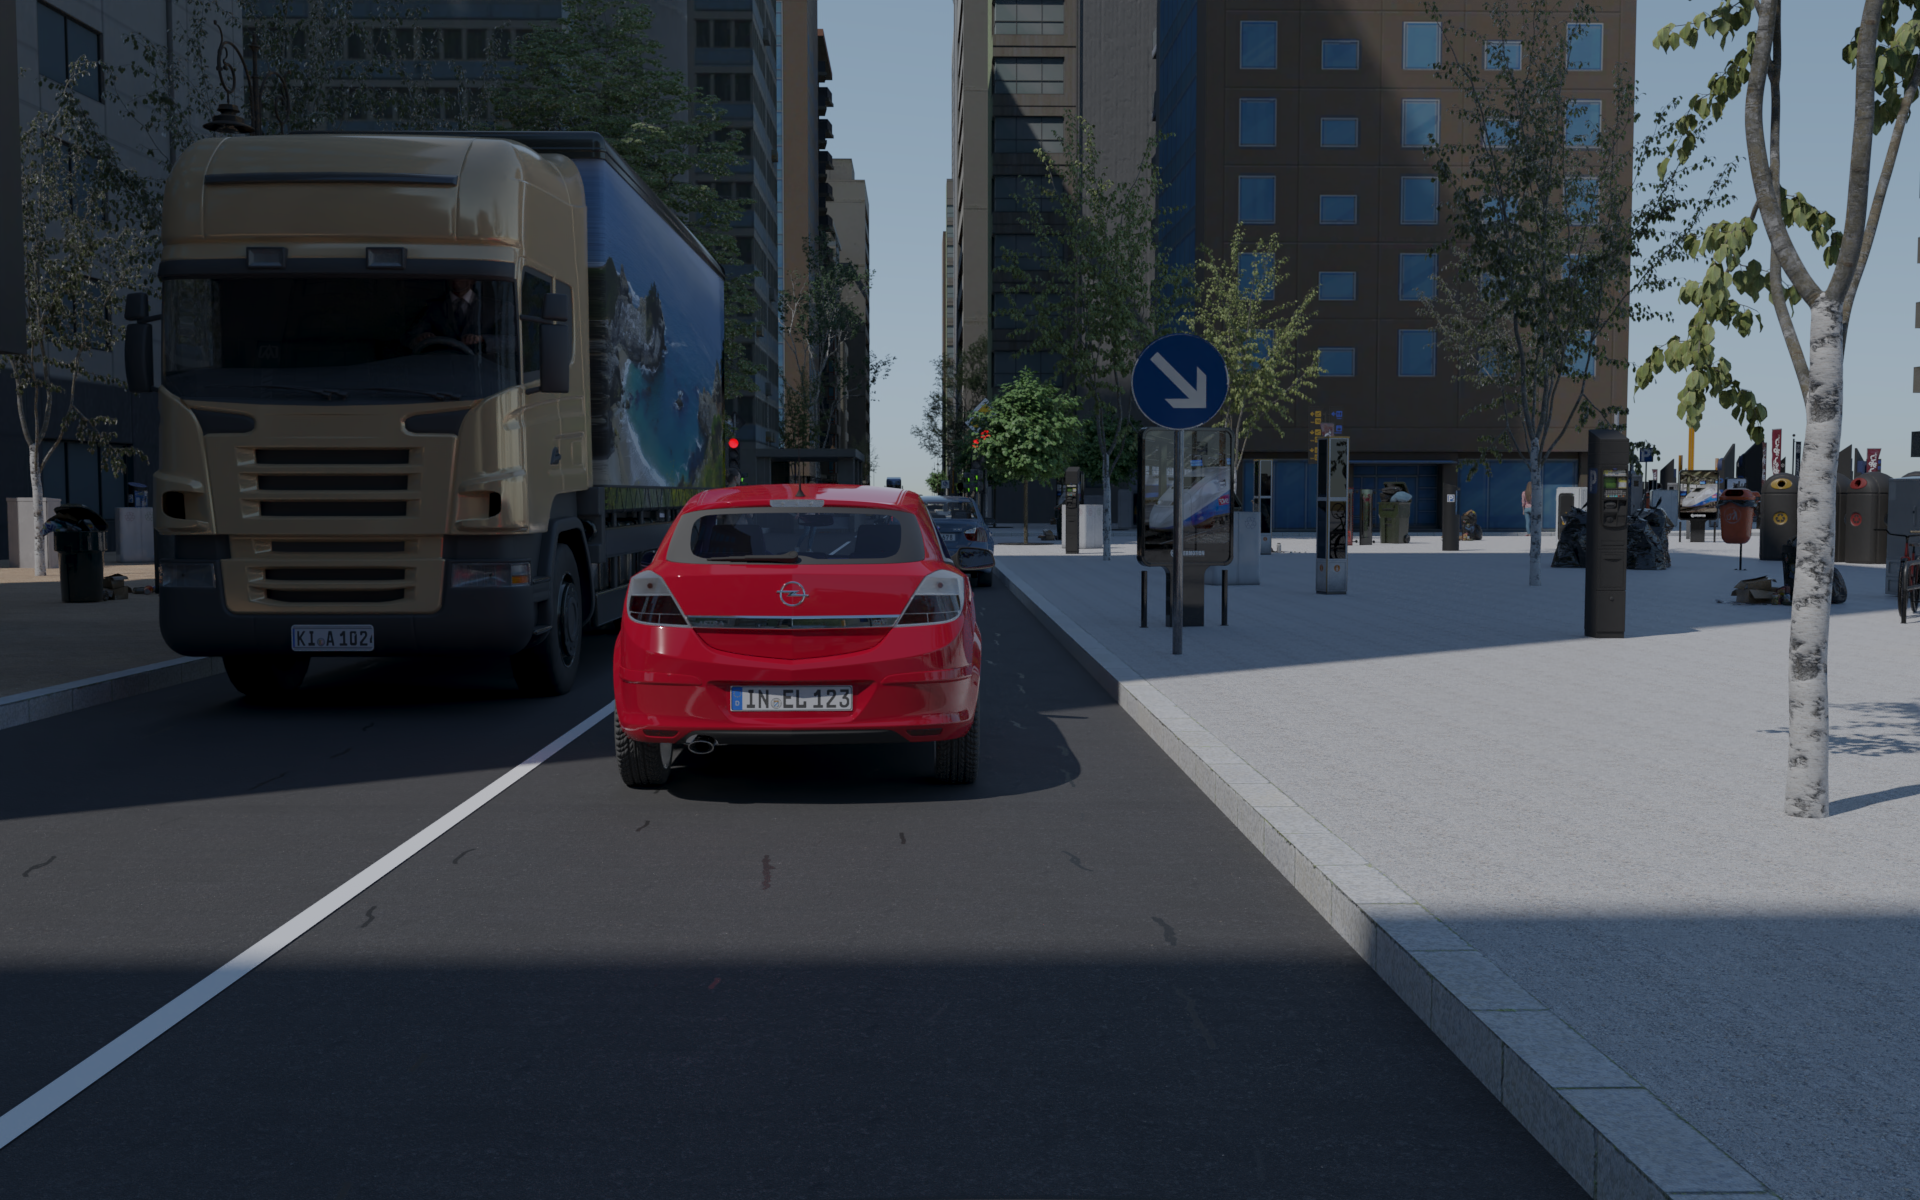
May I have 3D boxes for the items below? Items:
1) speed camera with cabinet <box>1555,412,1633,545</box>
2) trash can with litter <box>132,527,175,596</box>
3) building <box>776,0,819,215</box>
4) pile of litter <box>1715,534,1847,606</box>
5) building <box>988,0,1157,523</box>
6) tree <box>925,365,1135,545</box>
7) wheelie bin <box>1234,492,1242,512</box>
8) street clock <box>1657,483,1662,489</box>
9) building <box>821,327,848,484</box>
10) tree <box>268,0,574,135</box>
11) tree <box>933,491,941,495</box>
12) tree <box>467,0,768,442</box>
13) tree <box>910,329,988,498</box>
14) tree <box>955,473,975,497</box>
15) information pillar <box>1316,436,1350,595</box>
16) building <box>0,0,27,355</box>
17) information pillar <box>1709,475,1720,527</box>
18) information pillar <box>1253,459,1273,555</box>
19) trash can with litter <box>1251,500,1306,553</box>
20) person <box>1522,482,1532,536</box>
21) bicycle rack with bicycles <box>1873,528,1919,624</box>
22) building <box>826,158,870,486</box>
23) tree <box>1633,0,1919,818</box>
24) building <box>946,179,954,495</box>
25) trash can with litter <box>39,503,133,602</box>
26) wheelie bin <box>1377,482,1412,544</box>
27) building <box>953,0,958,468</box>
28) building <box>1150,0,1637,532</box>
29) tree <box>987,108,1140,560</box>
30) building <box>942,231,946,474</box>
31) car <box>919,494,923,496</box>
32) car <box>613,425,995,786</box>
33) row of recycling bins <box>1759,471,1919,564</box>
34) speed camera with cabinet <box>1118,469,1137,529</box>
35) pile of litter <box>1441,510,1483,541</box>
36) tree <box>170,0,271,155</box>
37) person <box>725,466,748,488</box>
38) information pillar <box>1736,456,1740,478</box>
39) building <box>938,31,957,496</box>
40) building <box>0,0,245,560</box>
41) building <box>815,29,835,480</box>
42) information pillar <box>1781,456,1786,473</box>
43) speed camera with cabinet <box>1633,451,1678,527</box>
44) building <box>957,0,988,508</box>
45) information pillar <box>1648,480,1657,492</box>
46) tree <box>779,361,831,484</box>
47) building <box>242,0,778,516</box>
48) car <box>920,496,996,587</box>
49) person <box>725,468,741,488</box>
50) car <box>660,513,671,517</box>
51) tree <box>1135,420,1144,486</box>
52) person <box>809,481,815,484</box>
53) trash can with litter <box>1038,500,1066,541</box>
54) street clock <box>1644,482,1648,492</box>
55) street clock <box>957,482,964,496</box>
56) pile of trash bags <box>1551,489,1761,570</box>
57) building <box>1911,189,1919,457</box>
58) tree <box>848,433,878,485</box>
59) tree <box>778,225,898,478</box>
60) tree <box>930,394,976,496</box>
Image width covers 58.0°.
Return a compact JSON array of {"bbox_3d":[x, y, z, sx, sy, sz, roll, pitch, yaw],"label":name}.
[{"bbox_3d":[15.199,-2.899,41.730,0.660,3.252,2.038,-1,4,-15],"label":"speed camera with cabinet"},{"bbox_3d":[-9.947,-0.716,22.766,1.678,1.210,2.233,2,4,26],"label":"trash can with litter"},{"bbox_3d":[-18.728,-29.954,139.856,14.600,45.320,14.200,0,4,-1],"label":"building"},{"bbox_3d":[9.682,-0.395,20.419,1.719,0.858,1.176,0,4,-8],"label":"pile of litter"},{"bbox_3d":[8.259,-24.350,81.709,14.154,41.232,14.086,0,4,-1],"label":"building"},{"bbox_3d":[1.758,-3.677,43.841,4.285,4.588,4.351,0,3,0],"label":"tree"},{"bbox_3d":[4.127,-1.232,28.045,0.693,1.594,0.980,-1,4,-21],"label":"wheelie bin"},{"bbox_3d":[44.631,-6.496,110.772,0.358,2.002,0.471,-3,5,-44],"label":"street clock"},{"bbox_3d":[-26.725,-21.149,190.825,27.650,21.520,28.899,0,4,-1],"label":"building"},{"bbox_3d":[-7.533,-4.695,27.129,4.360,8.622,3.978,0,3,0],"label":"tree"},{"bbox_3d":[-3.280,-15.088,241.293,1.663,3.219,1.824,0,3,0],"label":"tree"},{"bbox_3d":[-8.413,-7.441,39.782,7.486,12.596,7.792,0,3,0],"label":"tree"},{"bbox_3d":[0.783,-9.974,97.482,7.601,10.594,8.767,-1,4,-10],"label":"tree"},{"bbox_3d":[0.116,-8.651,136.044,1.663,3.219,1.824,0,3,0],"label":"tree"},{"bbox_3d":[4.766,-1.081,22.173,0.304,2.012,0.304,-1,4,-17],"label":"information pillar"},{"bbox_3d":[-16.240,-21.962,9.194,14.600,45.320,14.200,0,4,-1],"label":"building"},{"bbox_3d":[29.190,-3.825,67.034,0.304,2.012,0.304,1,4,11],"label":"information pillar"},{"bbox_3d":[6.400,-1.964,36.608,0.304,2.012,0.304,-1,4,-13],"label":"information pillar"},{"bbox_3d":[6.623,-1.682,38.565,1.678,1.210,2.233,-1,4,-10],"label":"trash can with litter"},{"bbox_3d":[17.804,-2.782,53.996,0.555,1.821,0.388,2,4,32],"label":"person"},{"bbox_3d":[10.382,-0.233,17.192,2.852,0.926,2.925,3,5,41],"label":"bicycle rack with bicycles"},{"bbox_3d":[-24.139,-38.470,252.679,21.300,48.544,21.600,0,4,-1],"label":"building"},{"bbox_3d":[3.609,-3.448,6.741,4.737,8.622,4.395,0,3,0],"label":"tree"},{"bbox_3d":[5.156,-33.230,226.905,14.154,41.232,14.086,0,4,-1],"label":"building"},{"bbox_3d":[-10.450,-0.574,20.769,0.624,1.170,1.055,0,4,4],"label":"trash can with litter"},{"bbox_3d":[11.268,-2.260,44.866,0.693,1.594,0.980,-3,5,-43],"label":"wheelie bin"},{"bbox_3d":[9.775,-39.862,193.749,21.231,58.520,28.212,0,4,-1],"label":"building"},{"bbox_3d":[14.982,-25.273,63.318,14.200,45.320,14.600,0,4,-1],"label":"building"},{"bbox_3d":[2.742,-5.056,33.034,4.737,8.622,4.395,0,3,0],"label":"tree"},{"bbox_3d":[4.001,-38.874,285.691,14.600,45.320,14.200,0,4,-1],"label":"building"},{"bbox_3d":[-2.893,-5.939,107.324,2.015,1.641,3.980,0,4,-3],"label":"car"},{"bbox_3d":[-0.844,-0.060,10.022,2.155,1.783,4.494,0,4,-2],"label":"car"},{"bbox_3d":[16.602,-1.545,32.372,1.069,1.692,3.534,-2,4,-29],"label":"row of recycling bins"},{"bbox_3d":[6.511,-4.330,65.129,0.660,3.252,2.038,1,4,23],"label":"speed camera with cabinet"},{"bbox_3d":[13.809,-2.074,47.876,1.719,0.858,1.176,-3,5,-40],"label":"pile of litter"},{"bbox_3d":[-8.372,-4.319,20.982,4.360,8.622,3.978,0,3,0],"label":"tree"},{"bbox_3d":[-3.734,-1.294,29.022,0.648,1.900,0.474,-3,5,-42],"label":"person"},{"bbox_3d":[47.468,-6.993,105.697,0.183,3.616,0.504,0,4,2],"label":"information pillar"},{"bbox_3d":[6.887,-50.724,267.594,20.563,71.187,20.611,0,4,-1],"label":"building"},{"bbox_3d":[-28.998,-36.560,36.011,20.611,71.187,20.563,0,4,-1],"label":"building"},{"bbox_3d":[-23.128,-30.993,161.364,22.147,44.769,28.867,0,4,-1],"label":"building"},{"bbox_3d":[51.281,-7.143,108.135,0.183,3.616,0.504,-3,4,-39],"label":"information pillar"},{"bbox_3d":[27.328,-4.542,68.596,2.038,3.252,0.660,1,4,15],"label":"speed camera with cabinet"},{"bbox_3d":[10.657,-32.065,147.957,21.300,48.544,21.600,0,4,-1],"label":"building"},{"bbox_3d":[35.628,-5.177,89.138,0.304,2.012,0.304,-2,4,-26],"label":"information pillar"},{"bbox_3d":[-9.207,-8.944,96.595,4.737,8.622,4.395,0,3,0],"label":"tree"},{"bbox_3d":[-20.196,-23.112,69.764,32.217,40.220,23.993,0,4,-1],"label":"building"},{"bbox_3d":[-0.399,-0.980,28.028,2.014,1.417,4.499,0,4,-2],"label":"car"},{"bbox_3d":[-2.967,-0.881,23.252,0.599,1.781,0.374,0,4,4],"label":"person"},{"bbox_3d":[-11.212,-2.564,54.282,4.827,1.381,2.083,0,4,-1],"label":"car"},{"bbox_3d":[5.300,-4.743,61.259,4.285,4.588,4.351,0,3,0],"label":"tree"},{"bbox_3d":[-3.674,-1.942,40.924,0.598,1.740,0.731,2,4,28],"label":"person"},{"bbox_3d":[2.716,-2.231,47.860,1.055,1.170,0.624,-2,4,-25],"label":"trash can with litter"},{"bbox_3d":[39.687,-5.851,100.226,0.358,2.002,0.471,1,4,9],"label":"street clock"},{"bbox_3d":[0.040,-6.237,106.552,0.471,2.002,0.358,0,4,6],"label":"street clock"},{"bbox_3d":[11.950,-1.233,29.912,3.447,1.369,1.912,3,5,42],"label":"pile of trash bags"},{"bbox_3d":[52.382,-27.286,69.835,21.600,48.544,21.300,0,4,-1],"label":"building"},{"bbox_3d":[-11.839,-15.811,208.866,4.360,8.622,3.978,0,3,0],"label":"tree"},{"bbox_3d":[-10.956,-16.433,124.575,12.611,20.169,13.585,0,3,0],"label":"tree"},{"bbox_3d":[-0.180,-10.672,124.846,4.360,8.622,3.978,0,3,0],"label":"tree"}]
